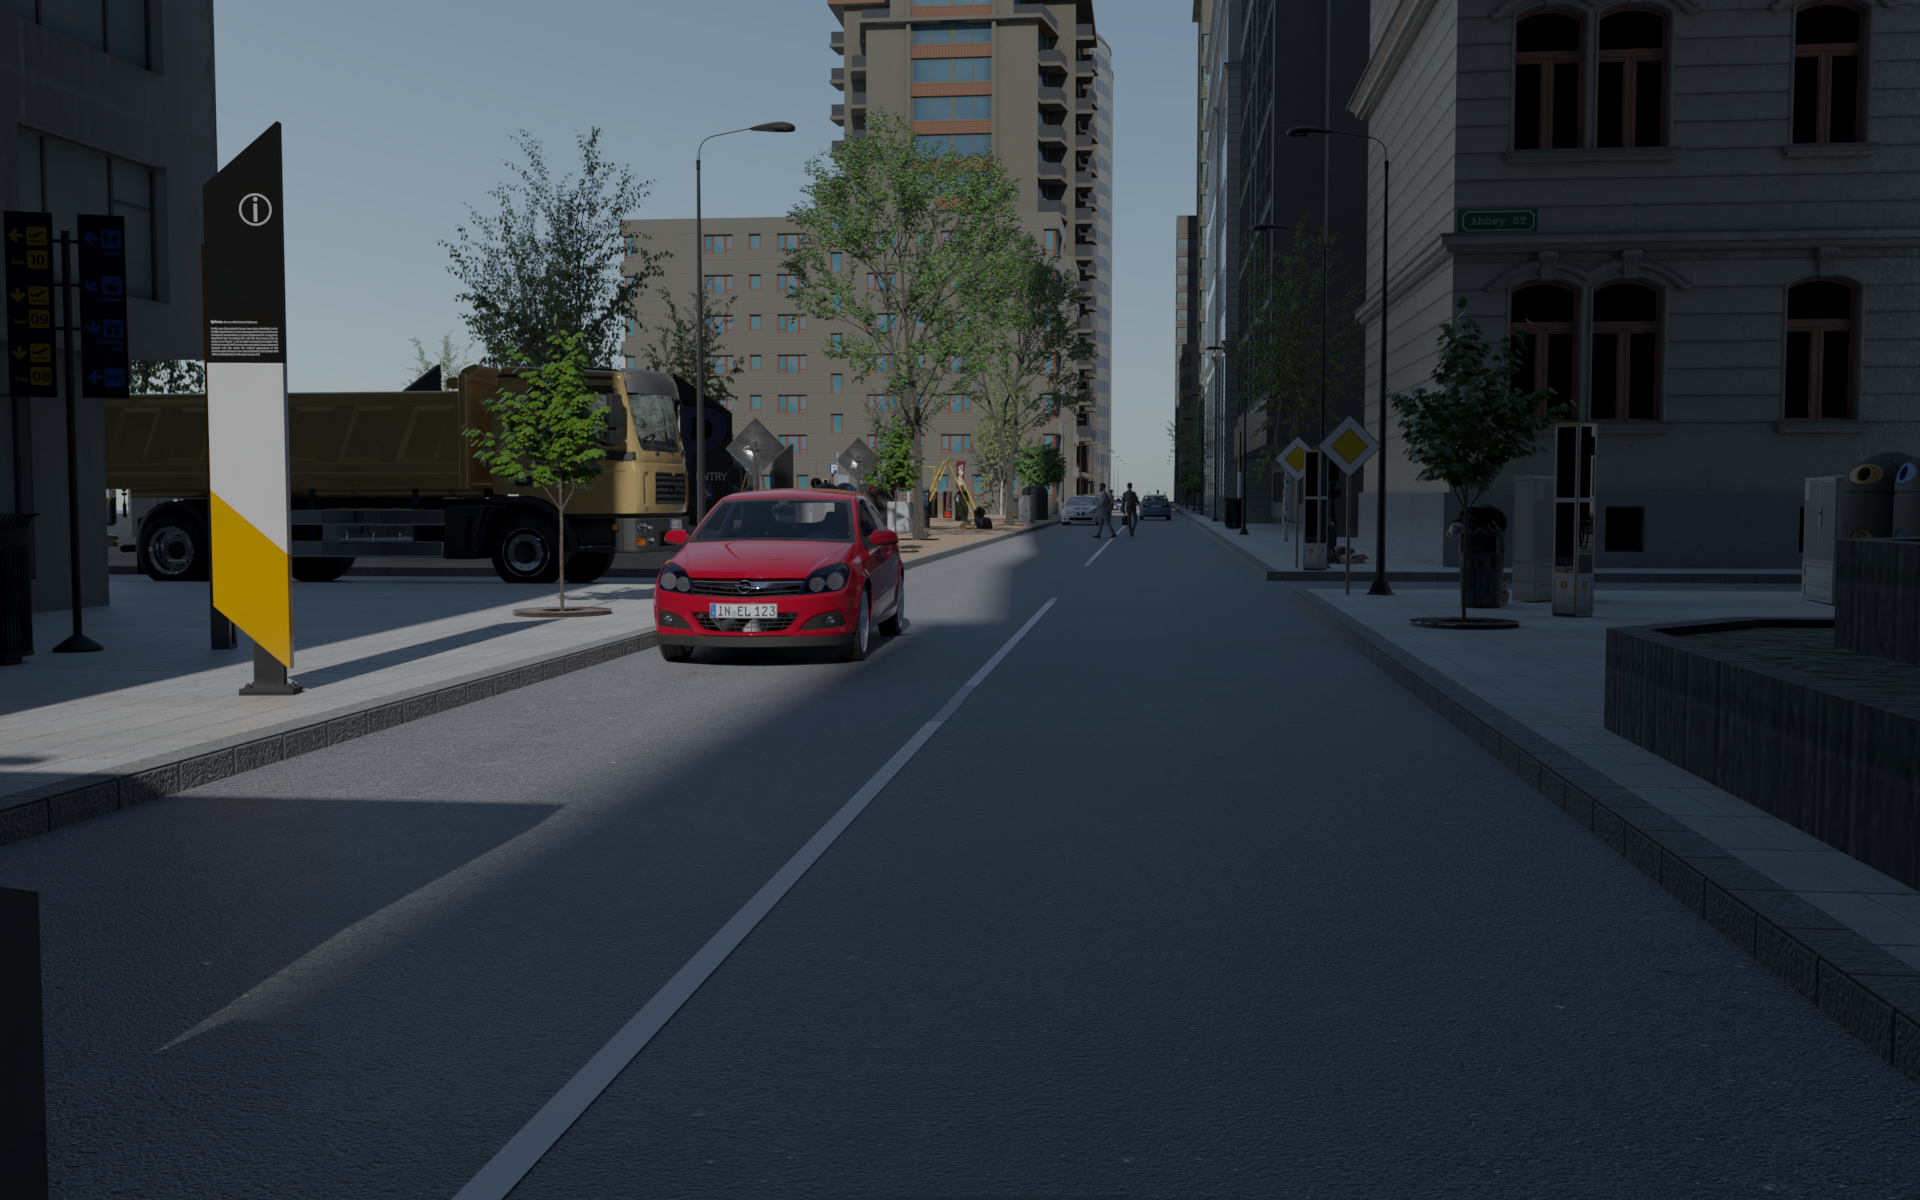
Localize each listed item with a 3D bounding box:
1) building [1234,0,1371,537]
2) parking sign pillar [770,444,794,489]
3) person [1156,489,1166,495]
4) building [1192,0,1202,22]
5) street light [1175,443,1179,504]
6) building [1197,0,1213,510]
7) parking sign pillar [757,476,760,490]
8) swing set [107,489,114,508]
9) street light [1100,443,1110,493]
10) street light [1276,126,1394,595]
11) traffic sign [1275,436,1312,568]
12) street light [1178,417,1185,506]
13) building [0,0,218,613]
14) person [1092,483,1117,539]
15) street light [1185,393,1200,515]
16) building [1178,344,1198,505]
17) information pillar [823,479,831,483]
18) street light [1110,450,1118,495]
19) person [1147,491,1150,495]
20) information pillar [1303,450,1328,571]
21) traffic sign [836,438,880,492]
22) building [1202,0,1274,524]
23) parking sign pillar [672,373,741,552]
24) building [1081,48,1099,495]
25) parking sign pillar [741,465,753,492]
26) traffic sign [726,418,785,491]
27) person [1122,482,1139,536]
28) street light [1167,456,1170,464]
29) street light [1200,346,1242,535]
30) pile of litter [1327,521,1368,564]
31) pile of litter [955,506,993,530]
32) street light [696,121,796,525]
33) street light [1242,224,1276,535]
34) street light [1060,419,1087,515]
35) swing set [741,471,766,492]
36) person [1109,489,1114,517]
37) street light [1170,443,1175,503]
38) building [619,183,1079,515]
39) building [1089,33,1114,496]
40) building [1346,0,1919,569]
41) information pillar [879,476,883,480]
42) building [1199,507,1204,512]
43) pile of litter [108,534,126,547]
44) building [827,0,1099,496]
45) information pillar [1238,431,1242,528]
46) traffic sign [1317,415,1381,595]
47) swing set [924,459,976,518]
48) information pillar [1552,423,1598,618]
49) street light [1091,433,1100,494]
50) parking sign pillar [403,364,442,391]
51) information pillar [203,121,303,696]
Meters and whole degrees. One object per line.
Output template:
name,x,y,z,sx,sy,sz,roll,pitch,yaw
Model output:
building,17.588,-16.414,61.871,14.314,27.812,24.014,0,4,6
parking sign pillar,-9.509,-6.357,92.410,1.447,3.967,1.447,3,5,44
person,12.421,-5.991,107.251,0.742,1.727,0.445,1,4,17
building,36.558,-35.163,164.152,28.713,52.752,27.495,0,4,6
street light,17.180,-9.688,130.944,1.470,5.913,1.316,0,4,6
building,26.991,-28.202,144.695,14.154,41.232,14.086,0,4,6
parking sign pillar,-12.068,-6.723,98.395,1.447,3.967,1.447,-1,4,-17
swing set,-26.756,-3.686,57.893,2.862,2.851,3.119,1,4,14
street light,12.506,-11.237,156.273,1.470,5.913,1.316,0,4,6
street light,4.828,-3.025,21.996,1.470,5.913,1.316,0,4,6
traffic sign,5.833,-1.610,29.968,0.795,2.450,0.064,0,4,6
street light,14.308,-8.168,106.085,1.470,5.913,1.316,0,4,6
building,-16.100,-20.345,16.239,14.086,41.232,14.154,0,4,6
person,4.655,-2.875,55.783,0.850,1.792,0.678,1,4,11
street light,11.271,-6.575,80.038,1.470,5.913,1.316,0,4,6
building,40.935,-22.465,212.340,27.650,21.520,28.899,0,4,6
information pillar,-6.421,-4.841,83.637,0.304,2.012,0.304,1,4,17
street light,16.214,-13.263,189.392,1.470,5.913,1.316,0,4,6
person,20.795,-11.071,190.237,0.721,1.736,1.217,2,4,23
information pillar,5.966,-1.502,29.053,0.304,2.012,0.304,3,4,39
traffic sign,-1.811,-1.664,30.846,0.795,2.450,0.064,0,4,6
building,18.491,-19.036,88.738,11.434,29.767,29.804,0,4,6
parking sign pillar,-5.710,-3.064,38.572,1.447,3.967,1.447,-1,4,-11
building,6.014,-31.906,171.777,14.600,45.320,14.200,0,4,6
parking sign pillar,-11.951,-6.312,91.668,1.447,3.967,1.447,-1,4,-20
traffic sign,-2.704,-1.179,22.911,0.795,2.450,0.064,0,4,6
person,5.800,-3.091,58.999,0.622,1.834,0.822,1,4,20
street light,22.600,-12.732,180.710,1.470,5.913,1.316,0,4,6
street light,8.410,-5.011,54.467,1.470,5.913,1.316,0,4,6
pile of litter,7.073,-1.126,32.369,1.176,0.858,1.719,2,4,32
pile of litter,0.493,-3.016,63.284,1.719,0.858,1.176,-2,4,-33
street light,-2.746,-3.013,21.811,1.470,5.913,1.316,0,4,6
street light,5.709,-3.506,29.866,1.470,5.913,1.316,0,4,6
street light,6.908,-8.207,106.725,1.470,5.913,1.316,0,4,6
swing set,-13.940,-6.615,105.783,3.119,2.851,2.862,-2,4,-31
person,9.580,-6.071,108.556,0.721,1.735,1.217,0,4,6
street light,19.933,-11.227,156.106,1.470,5.913,1.316,0,4,6
building,-6.080,-16.952,122.208,27.650,21.520,28.899,0,4,6
building,8.227,-41.324,217.639,21.231,58.520,28.212,0,4,6
building,20.204,-15.107,34.394,23.554,28.519,14.401,0,4,6
information pillar,-2.869,-3.753,65.850,0.304,2.012,0.304,-3,4,-36
building,28.190,-42.078,126.222,20.563,71.187,20.611,0,4,6
pile of litter,-21.082,-1.737,42.361,1.176,0.858,1.719,1,4,20
building,0.661,-30.332,150.547,22.147,44.769,28.867,0,4,6
information pillar,10.492,-4.505,65.008,0.183,3.616,0.504,0,4,4
traffic sign,4.939,-1.125,22.033,0.795,2.450,0.064,0,4,6
swing set,-0.523,-4.961,78.725,2.862,2.851,3.119,0,4,-5
information pillar,6.418,-0.832,18.092,0.304,2.012,0.304,-2,4,-33
street light,9.703,-9.734,131.684,1.470,5.913,1.316,0,4,6
parking sign pillar,-11.295,-2.883,35.607,1.447,3.967,1.447,2,4,35
information pillar,-4.500,-1.201,10.991,0.504,3.616,0.183,0,4,-2
